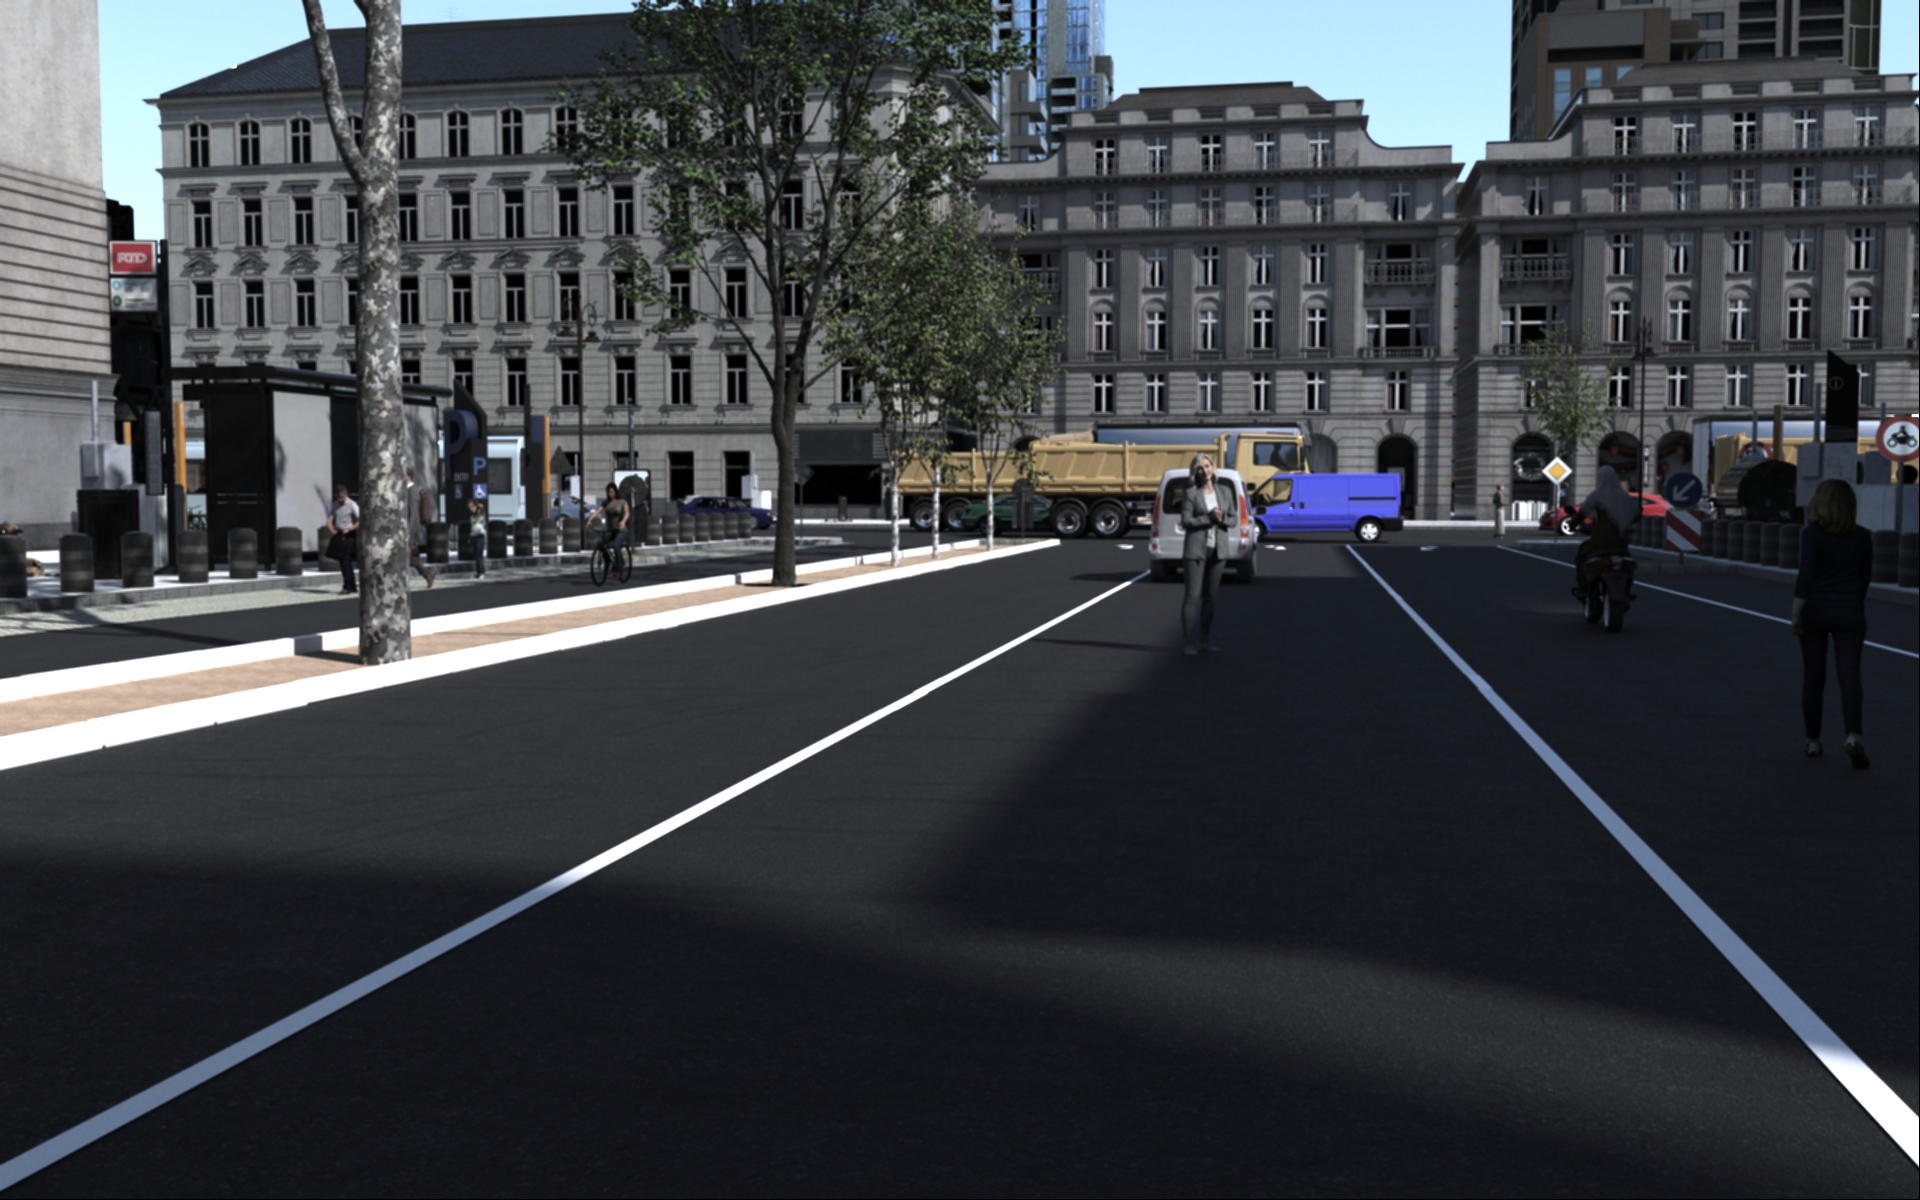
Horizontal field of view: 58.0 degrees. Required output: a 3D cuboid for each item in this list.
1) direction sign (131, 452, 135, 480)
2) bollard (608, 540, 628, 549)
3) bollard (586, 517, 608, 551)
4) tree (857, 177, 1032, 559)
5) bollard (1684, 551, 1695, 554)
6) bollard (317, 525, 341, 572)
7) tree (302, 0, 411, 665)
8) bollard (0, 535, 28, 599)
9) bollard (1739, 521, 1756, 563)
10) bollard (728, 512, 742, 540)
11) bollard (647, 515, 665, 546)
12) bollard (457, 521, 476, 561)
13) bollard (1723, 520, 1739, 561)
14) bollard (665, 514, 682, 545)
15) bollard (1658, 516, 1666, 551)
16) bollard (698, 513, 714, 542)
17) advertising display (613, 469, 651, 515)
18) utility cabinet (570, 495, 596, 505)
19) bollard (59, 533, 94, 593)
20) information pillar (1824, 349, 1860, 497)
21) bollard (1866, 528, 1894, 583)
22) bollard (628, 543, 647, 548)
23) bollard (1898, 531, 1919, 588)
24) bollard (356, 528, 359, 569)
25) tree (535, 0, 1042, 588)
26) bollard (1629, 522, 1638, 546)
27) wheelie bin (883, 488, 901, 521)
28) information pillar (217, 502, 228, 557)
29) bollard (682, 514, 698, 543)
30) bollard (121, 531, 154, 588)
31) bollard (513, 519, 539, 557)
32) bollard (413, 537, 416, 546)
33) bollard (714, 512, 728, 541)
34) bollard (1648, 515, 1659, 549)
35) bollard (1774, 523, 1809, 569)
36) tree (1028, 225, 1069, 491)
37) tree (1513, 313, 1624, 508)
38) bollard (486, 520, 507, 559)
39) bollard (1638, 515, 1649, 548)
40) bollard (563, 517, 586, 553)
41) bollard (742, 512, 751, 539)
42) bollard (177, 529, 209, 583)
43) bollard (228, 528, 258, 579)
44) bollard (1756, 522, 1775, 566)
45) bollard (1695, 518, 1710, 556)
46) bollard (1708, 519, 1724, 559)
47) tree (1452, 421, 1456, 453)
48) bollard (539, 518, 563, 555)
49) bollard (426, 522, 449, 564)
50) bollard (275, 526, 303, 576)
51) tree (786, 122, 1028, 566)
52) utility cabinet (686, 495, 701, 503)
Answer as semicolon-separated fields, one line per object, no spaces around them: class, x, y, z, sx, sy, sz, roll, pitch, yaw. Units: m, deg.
direction sign;-45.161;-6.269;94.499;0.379;3.537;0.876;-3;5;-40
bollard;-8.076;-1.572;40.427;0.404;0.777;0.398;0;3;0
bollard;-8.311;-1.500;39.236;0.404;0.777;0.398;0;3;0
tree;-0.510;-5.222;38.195;4.360;8.622;3.978;0;3;0
bollard;15.715;-1.358;36.928;0.404;0.777;0.398;0;3;0
bollard;-10.385;-0.847;28.572;0.404;0.777;0.398;0;3;0
tree;-5.868;-9.584;15.038;12.611;20.169;13.585;0;3;0
bollard;-11.779;-0.411;21.438;0.404;0.777;0.398;0;3;0
bollard;14.788;-1.068;32.177;0.404;0.777;0.398;0;3;0
bollard;-6.456;-2.081;48.746;0.404;0.777;0.398;0;3;0
bollard;-7.610;-1.718;42.802;0.404;0.777;0.398;0;3;0
bollard;-9.462;-1.138;33.317;0.404;0.777;0.398;0;3;0
bollard;15.020;-1.140;33.360;0.404;0.777;0.398;0;3;0
bollard;-7.382;-1.790;43.986;0.404;0.777;0.398;0;3;0
bollard;16.173;-1.504;39.313;0.404;0.777;0.398;0;3;0
bollard;-6.921;-1.935;46.361;0.404;0.777;0.398;0;3;0
advertising display;-8.425;-2.403;44.506;0.974;1.923;0.123;0;4;4
utility cabinet;-16.847;-4.068;77.669;1.020;1.237;0.306;-2;4;-26
bollard;-11.545;-0.484;22.634;0.404;0.777;0.398;0;3;0
information pillar;14.153;-2.233;27.869;0.504;3.616;0.183;2;4;30
bollard;13.396;-0.632;25.046;0.404;0.777;0.398;0;3;0
bollard;-7.843;-1.645;41.612;0.404;0.777;0.398;0;3;0
bollard;13.163;-0.559;23.863;0.404;0.777;0.398;0;3;0
bollard;-10.159;-0.920;29.756;0.404;0.777;0.398;0;3;0
tree;-2.631;-5.995;26.231;9.928;11.665;9.643;0;3;0
bollard;16.869;-1.722;42.863;0.404;0.777;0.398;0;3;0
wheelie bin;-3.271;-4.632;83.640;0.980;1.594;0.693;2;4;32
information pillar;-14.792;-2.646;34.616;0.183;3.616;0.504;-1;4;-11
bollard;-7.154;-1.863;45.169;0.404;0.777;0.398;0;3;0
bollard;-11.314;-0.557;23.821;0.404;0.777;0.398;0;3;0
bollard;-9.003;-1.282;35.684;0.404;0.777;0.398;0;3;0
bollard;-9.924;-0.992;30.938;0.404;0.777;0.398;0;3;0
bollard;-6.685;-2.009;47.562;0.404;0.777;0.398;0;3;0
bollard;16.403;-1.577;40.496;0.404;0.777;0.398;0;3;0
bollard;14.327;-0.923;29.811;0.404;0.777;0.398;0;3;0
tree;0.748;-5.507;42.860;4.737;8.622;4.395;0;3;0
tree;24.895;-7.396;71.284;4.737;8.622;4.395;0;3;0
bollard;-9.232;-1.210;34.500;0.404;0.777;0.398;0;3;0
bollard;16.636;-1.649;41.679;0.404;0.777;0.398;0;3;0
bollard;-8.542;-1.427;38.050;0.404;0.777;0.398;0;3;0
bollard;-6.224;-2.155;49.945;0.404;0.777;0.398;0;3;0
bollard;-11.081;-0.630;25.021;0.404;0.777;0.398;0;3;0
bollard;-10.849;-0.703;26.204;0.404;0.777;0.398;0;3;0
bollard;14.558;-0.996;30.994;0.404;0.777;0.398;0;3;0
bollard;15.479;-1.285;35.733;0.404;0.777;0.398;0;3;0
bollard;15.247;-1.213;34.544;0.404;0.777;0.398;0;3;0
tree;39.677;-11.149;132.643;4.360;8.622;3.978;0;3;0
bollard;-8.771;-1.355;36.867;0.404;0.777;0.398;0;3;0
bollard;-9.692;-1.064;32.121;0.404;0.777;0.398;0;3;0
bollard;-10.616;-0.775;27.387;0.404;0.777;0.398;0;3;0
tree;-1.286;-4.942;33.619;4.737;8.622;4.395;0;3;0
utility cabinet;-12.310;-4.222;80.197;0.306;1.237;1.020;1;4;15
